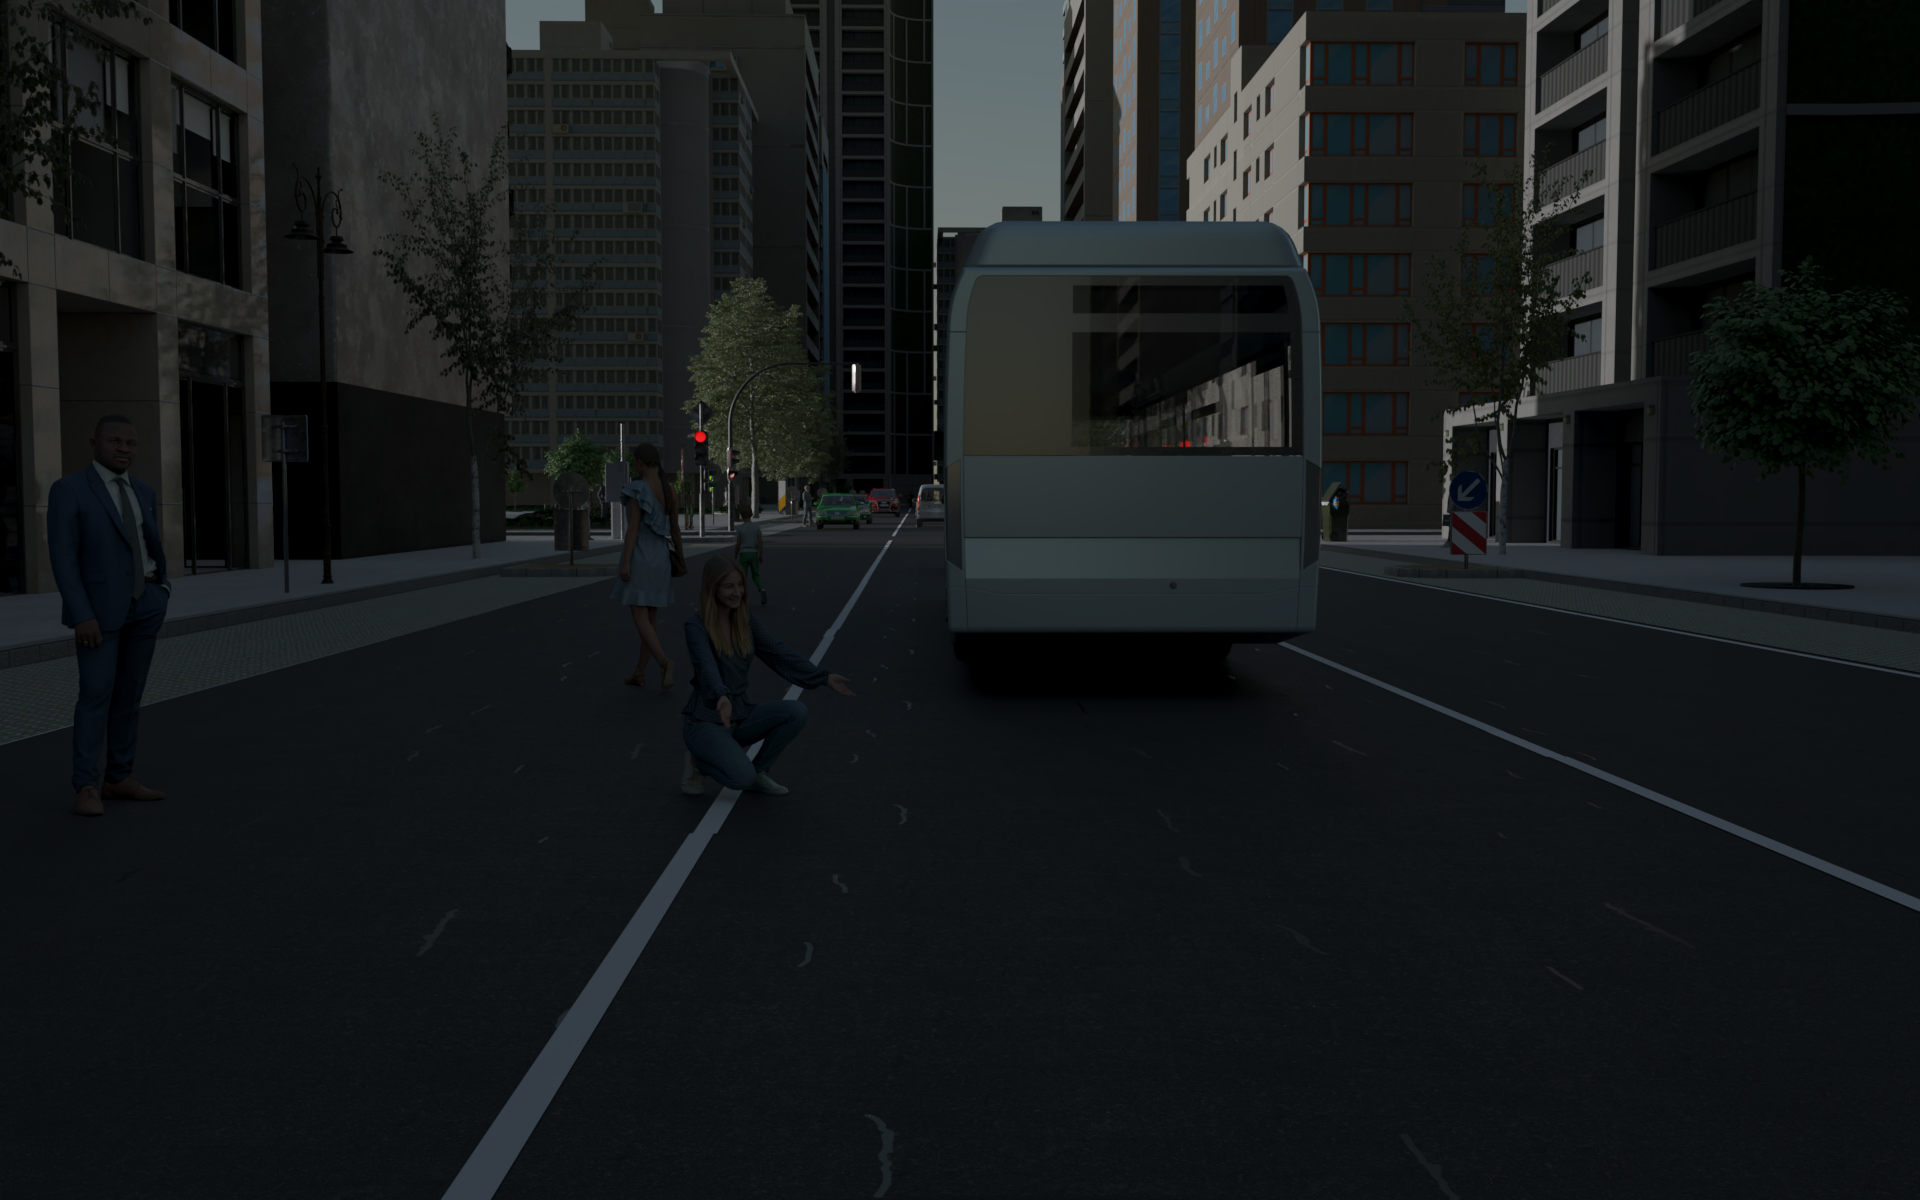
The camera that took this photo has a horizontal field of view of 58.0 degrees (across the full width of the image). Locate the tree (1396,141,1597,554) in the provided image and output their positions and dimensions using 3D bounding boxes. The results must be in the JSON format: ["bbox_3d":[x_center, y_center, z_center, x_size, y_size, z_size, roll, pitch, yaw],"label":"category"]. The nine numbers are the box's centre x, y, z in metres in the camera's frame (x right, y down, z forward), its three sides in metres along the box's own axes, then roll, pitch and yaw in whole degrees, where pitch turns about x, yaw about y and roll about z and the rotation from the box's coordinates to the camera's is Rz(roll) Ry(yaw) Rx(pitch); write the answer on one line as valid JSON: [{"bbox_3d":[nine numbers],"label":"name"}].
[{"bbox_3d":[11.546,-5.292,36.885,4.737,8.622,4.395,0,3,0],"label":"tree"}]

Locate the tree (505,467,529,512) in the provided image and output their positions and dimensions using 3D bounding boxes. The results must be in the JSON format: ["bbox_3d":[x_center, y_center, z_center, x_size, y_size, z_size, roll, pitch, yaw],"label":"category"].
[{"bbox_3d":[-31.741,-7.888,123.567,1.663,3.219,1.824,0,3,0],"label":"tree"}]

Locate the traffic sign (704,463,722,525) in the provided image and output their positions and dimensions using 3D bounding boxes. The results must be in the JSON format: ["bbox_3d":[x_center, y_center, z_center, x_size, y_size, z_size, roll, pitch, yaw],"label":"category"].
[{"bbox_3d":[-10.274,-4.403,72.090,0.768,2.556,0.104,0,4,3],"label":"traffic sign"}]

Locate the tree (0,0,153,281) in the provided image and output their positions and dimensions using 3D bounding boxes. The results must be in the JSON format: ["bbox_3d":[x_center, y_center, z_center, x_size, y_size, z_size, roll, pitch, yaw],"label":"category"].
[{"bbox_3d":[-9.041,-3.924,14.524,4.360,8.622,3.978,0,3,0],"label":"tree"}]

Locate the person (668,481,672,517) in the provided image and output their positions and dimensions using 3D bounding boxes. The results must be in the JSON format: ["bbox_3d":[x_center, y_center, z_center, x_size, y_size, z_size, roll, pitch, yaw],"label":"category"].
[{"bbox_3d":[-12.429,-4.132,73.623,0.620,1.820,0.660,1,4,18],"label":"person"}]

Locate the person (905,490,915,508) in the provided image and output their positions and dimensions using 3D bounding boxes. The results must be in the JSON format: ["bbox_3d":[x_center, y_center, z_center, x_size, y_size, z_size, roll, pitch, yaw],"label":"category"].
[{"bbox_3d":[-5.004,-10.234,175.966,1.348,1.807,0.705,3,5,40],"label":"person"}]

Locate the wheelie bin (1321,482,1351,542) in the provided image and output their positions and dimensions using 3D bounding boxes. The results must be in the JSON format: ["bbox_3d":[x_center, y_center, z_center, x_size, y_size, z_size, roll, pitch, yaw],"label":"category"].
[{"bbox_3d":[10.172,-2.383,46.875,0.693,1.594,0.980,-1,4,-8],"label":"wheelie bin"}]

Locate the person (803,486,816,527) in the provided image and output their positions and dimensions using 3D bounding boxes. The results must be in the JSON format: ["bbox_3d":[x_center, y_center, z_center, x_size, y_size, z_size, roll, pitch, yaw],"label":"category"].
[{"bbox_3d":[-6.547,-4.072,75.255,0.590,1.801,0.661,1,4,19],"label":"person"}]

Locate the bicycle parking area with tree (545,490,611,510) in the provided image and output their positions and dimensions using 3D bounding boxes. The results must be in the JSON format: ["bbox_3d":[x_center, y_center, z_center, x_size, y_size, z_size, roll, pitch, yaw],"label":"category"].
[{"bbox_3d":[-25.248,-8.371,123.872,9.016,4.147,8.231,2,4,25],"label":"bicycle parking area with tree"}]

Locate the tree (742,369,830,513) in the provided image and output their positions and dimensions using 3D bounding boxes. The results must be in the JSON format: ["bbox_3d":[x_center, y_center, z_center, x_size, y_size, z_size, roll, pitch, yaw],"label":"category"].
[{"bbox_3d":[-12.719,-11.320,119.491,8.767,10.594,7.601,3,5,40],"label":"tree"}]

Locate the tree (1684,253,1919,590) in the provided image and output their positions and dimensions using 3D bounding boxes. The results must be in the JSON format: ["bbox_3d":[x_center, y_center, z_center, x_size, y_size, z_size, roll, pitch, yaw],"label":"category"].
[{"bbox_3d":[11.510,-2.446,23.706,4.285,4.588,4.351,0,3,0],"label":"tree"}]

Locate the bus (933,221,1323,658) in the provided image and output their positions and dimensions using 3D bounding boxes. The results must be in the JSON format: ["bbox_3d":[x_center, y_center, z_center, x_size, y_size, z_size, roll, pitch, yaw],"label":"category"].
[{"bbox_3d":[1.132,-1.435,18.321,2.948,3.499,13.247,0,4,0],"label":"bus"}]

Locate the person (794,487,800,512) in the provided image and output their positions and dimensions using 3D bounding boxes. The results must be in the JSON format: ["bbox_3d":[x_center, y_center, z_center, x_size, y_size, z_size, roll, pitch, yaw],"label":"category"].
[{"bbox_3d":[-11.890,-7.322,125.770,0.555,1.821,0.388,0,4,-7],"label":"person"}]

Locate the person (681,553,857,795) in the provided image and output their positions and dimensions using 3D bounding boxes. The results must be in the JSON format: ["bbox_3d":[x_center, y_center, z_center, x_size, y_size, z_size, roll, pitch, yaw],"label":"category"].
[{"bbox_3d":[-0.953,0.351,8.256,0.738,1.151,1.012,3,5,45],"label":"person"}]

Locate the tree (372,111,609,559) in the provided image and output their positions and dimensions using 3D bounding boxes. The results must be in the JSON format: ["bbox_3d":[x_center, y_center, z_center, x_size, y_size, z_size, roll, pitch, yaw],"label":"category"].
[{"bbox_3d":[-9.389,-5.128,34.210,4.360,8.622,3.978,0,3,0],"label":"tree"}]

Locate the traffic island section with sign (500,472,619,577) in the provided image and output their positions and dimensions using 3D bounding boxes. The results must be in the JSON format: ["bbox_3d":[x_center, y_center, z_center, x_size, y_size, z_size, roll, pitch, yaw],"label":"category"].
[{"bbox_3d":[-6.923,-1.347,30.655,1.989,1.847,2.006,0,4,-1],"label":"traffic island section with sign"}]

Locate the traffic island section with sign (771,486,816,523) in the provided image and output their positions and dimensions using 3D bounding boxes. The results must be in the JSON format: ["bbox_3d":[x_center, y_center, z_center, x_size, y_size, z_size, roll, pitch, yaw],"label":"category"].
[{"bbox_3d":[-8.178,-4.658,84.778,1.989,1.847,2.006,0,4,-1],"label":"traffic island section with sign"}]

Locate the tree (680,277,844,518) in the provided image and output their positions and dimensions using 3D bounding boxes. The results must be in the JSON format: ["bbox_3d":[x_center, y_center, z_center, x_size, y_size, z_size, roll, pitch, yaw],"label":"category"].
[{"bbox_3d":[-11.168,-10.602,91.462,7.486,12.596,7.792,0,3,0],"label":"tree"}]

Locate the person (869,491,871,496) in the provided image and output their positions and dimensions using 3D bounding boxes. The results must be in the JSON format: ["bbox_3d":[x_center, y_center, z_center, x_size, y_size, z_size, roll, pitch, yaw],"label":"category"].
[{"bbox_3d":[-10.903,-12.281,209.745,0.568,1.767,0.683,0,4,8],"label":"person"}]

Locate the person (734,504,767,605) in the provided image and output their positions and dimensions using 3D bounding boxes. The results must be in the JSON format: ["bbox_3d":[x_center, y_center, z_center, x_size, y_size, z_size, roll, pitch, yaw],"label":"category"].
[{"bbox_3d":[-2.701,-0.586,22.332,0.306,1.304,0.590,-3,4,-39],"label":"person"}]

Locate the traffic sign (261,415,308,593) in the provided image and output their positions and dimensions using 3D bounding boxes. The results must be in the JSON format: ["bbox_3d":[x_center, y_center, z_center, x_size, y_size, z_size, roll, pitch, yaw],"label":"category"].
[{"bbox_3d":[-8.738,-1.241,22.424,0.606,2.300,0.079,0,4,3],"label":"traffic sign"}]

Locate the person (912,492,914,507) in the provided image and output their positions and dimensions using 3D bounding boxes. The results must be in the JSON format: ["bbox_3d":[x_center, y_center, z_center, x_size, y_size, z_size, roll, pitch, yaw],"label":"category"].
[{"bbox_3d":[-5.403,-11.486,197.120,0.721,1.723,1.217,1,4,15],"label":"person"}]

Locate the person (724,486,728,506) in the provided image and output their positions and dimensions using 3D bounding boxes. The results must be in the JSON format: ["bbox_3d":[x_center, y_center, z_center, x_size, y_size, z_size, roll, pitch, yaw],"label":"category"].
[{"bbox_3d":[-16.399,-7.094,122.022,0.713,1.824,0.794,-1,4,-16],"label":"person"}]

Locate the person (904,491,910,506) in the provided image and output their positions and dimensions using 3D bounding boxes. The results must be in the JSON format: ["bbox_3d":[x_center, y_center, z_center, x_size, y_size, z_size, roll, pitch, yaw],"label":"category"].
[{"bbox_3d":[-6.081,-12.115,206.670,1.348,1.812,0.705,1,4,14],"label":"person"}]

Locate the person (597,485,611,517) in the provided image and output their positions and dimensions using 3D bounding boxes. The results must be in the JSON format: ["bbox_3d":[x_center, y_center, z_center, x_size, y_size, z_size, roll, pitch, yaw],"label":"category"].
[{"bbox_3d":[-14.148,-3.910,69.327,0.474,1.900,0.648,2,4,27],"label":"person"}]

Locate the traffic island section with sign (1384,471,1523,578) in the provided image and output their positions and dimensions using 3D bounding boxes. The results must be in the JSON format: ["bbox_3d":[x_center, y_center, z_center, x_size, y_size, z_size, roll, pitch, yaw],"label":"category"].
[{"bbox_3d":[8.513,-1.320,30.204,1.989,1.847,2.006,0,4,-1],"label":"traffic island section with sign"}]

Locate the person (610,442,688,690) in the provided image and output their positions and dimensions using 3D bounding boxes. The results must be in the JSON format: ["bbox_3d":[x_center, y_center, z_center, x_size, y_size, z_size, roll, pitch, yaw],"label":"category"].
[{"bbox_3d":[-2.260,-0.258,12.814,0.616,1.811,0.778,-3,4,-38],"label":"person"}]

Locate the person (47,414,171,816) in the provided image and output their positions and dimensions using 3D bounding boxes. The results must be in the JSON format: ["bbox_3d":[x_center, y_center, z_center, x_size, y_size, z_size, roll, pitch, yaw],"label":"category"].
[{"bbox_3d":[-3.942,0.040,8.023,0.419,1.800,0.721,1,4,15],"label":"person"}]

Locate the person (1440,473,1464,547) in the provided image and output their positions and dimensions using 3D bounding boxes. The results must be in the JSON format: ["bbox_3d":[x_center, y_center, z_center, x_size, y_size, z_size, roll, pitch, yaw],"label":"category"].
[{"bbox_3d":[11.852,-2.152,41.412,0.728,1.800,0.709,1,4,20],"label":"person"}]

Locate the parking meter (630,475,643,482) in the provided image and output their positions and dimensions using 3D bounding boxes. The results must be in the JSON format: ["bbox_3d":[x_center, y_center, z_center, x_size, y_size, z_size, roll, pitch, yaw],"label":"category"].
[{"bbox_3d":[-9.588,-2.787,51.283,0.399,1.863,0.255,-1,4,-15],"label":"parking meter"}]

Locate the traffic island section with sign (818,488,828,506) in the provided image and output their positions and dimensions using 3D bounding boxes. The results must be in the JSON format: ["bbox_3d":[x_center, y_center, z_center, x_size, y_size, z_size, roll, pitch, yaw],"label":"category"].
[{"bbox_3d":[-8.802,-6.306,111.726,1.989,1.847,2.006,0,4,-1],"label":"traffic island section with sign"}]

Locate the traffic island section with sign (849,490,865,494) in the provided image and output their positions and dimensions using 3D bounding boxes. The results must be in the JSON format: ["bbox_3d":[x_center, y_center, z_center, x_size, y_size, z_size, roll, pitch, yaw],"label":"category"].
[{"bbox_3d":[-9.944,-9.362,161.689,1.989,1.847,2.006,0,4,-1],"label":"traffic island section with sign"}]

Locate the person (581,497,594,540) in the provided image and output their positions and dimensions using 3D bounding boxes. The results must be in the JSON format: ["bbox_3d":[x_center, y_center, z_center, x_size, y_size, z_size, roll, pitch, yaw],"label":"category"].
[{"bbox_3d":[-10.377,-2.314,48.160,0.394,1.301,0.425,-1,4,-12],"label":"person"}]

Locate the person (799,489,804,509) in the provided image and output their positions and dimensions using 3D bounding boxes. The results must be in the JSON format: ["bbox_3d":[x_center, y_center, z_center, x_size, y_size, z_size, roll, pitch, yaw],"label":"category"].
[{"bbox_3d":[-13.970,-8.873,152.031,0.541,1.710,0.530,0,4,-3],"label":"person"}]
